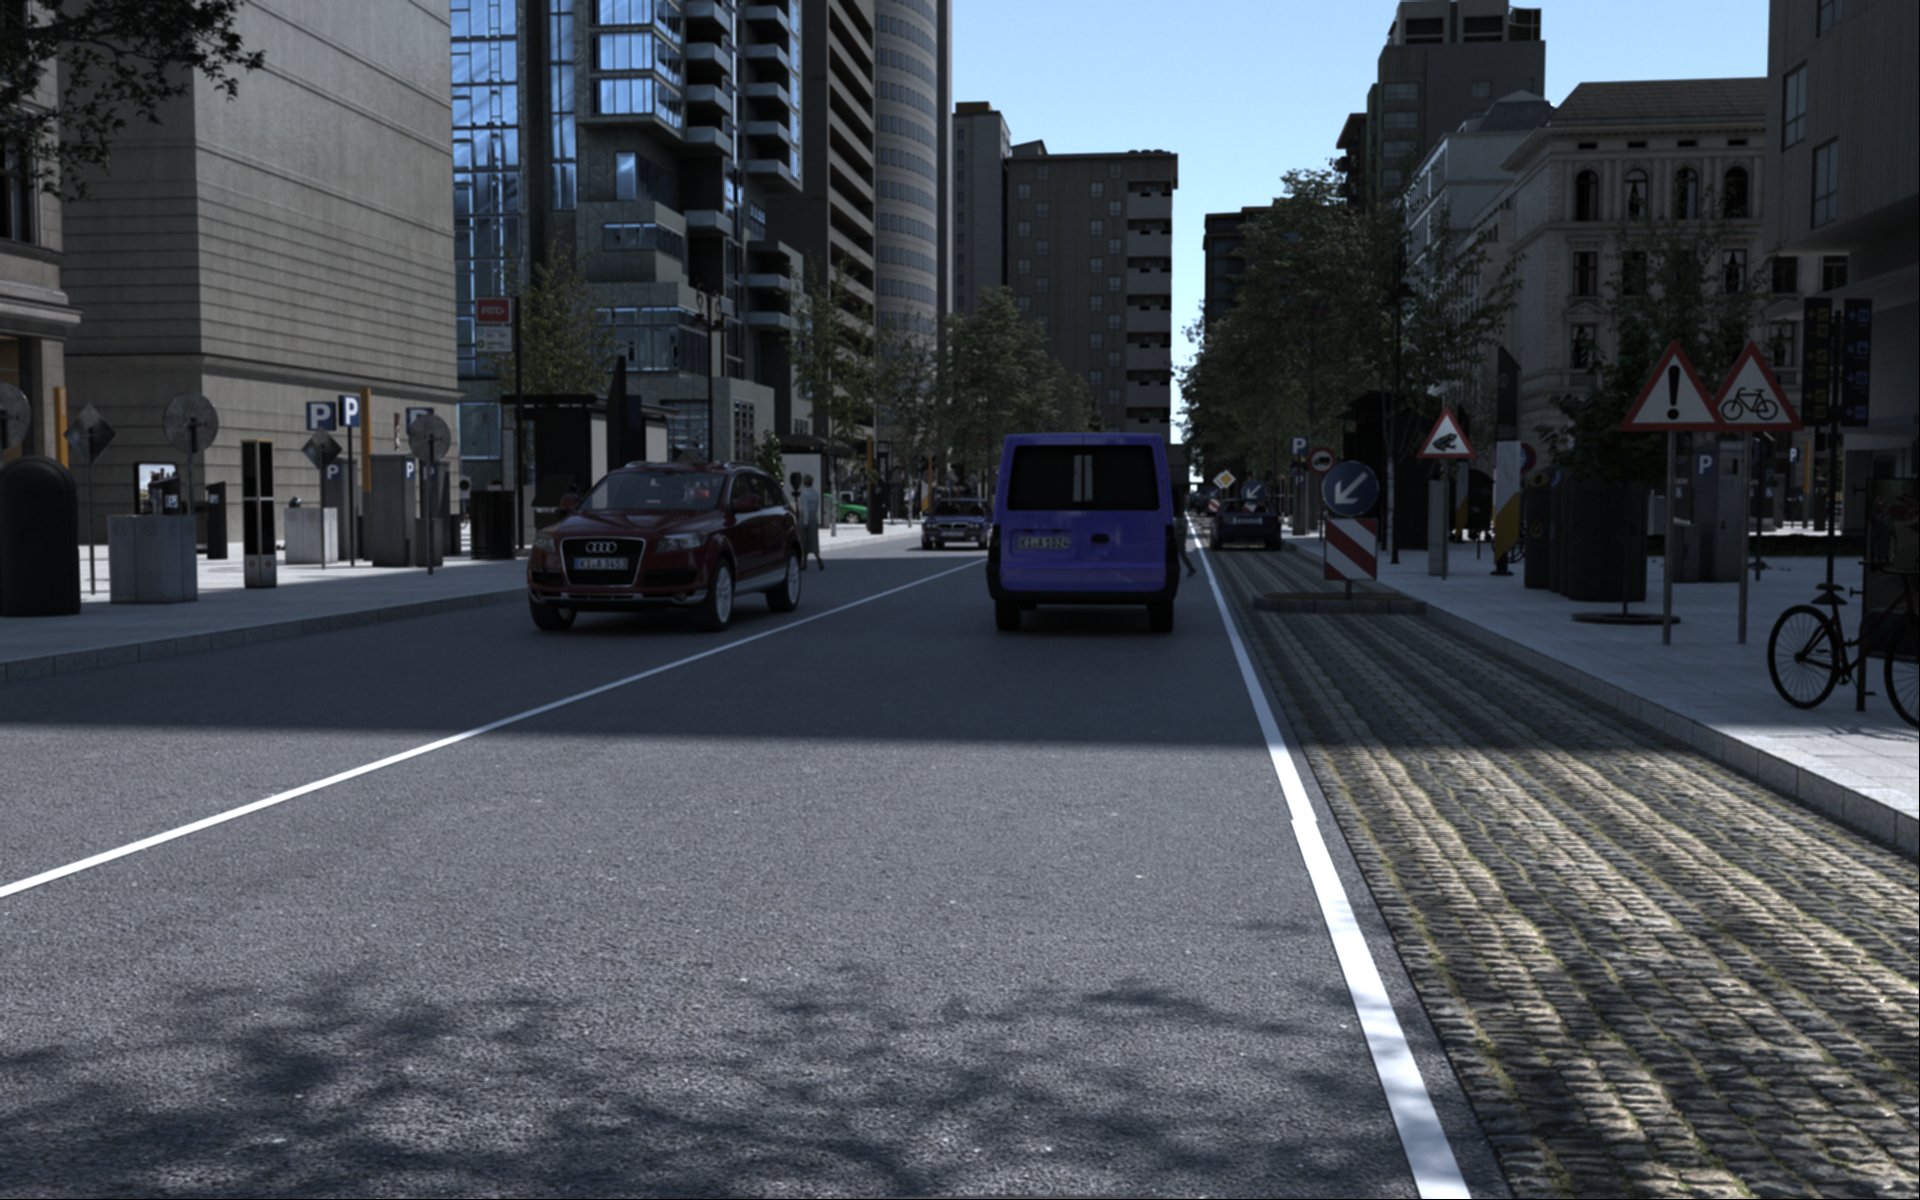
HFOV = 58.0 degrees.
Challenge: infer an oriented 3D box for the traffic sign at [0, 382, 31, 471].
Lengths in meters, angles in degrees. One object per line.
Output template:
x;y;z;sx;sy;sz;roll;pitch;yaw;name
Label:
-10.891;-1.196;19.660;0.768;2.556;0.104;1;4;9;traffic sign

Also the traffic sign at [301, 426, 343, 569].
-10.838;-1.727;29.420;0.795;2.450;0.064;1;4;14;traffic sign

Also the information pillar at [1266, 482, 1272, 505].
18.800;-6.155;105.129;0.304;2.012;0.304;-2;4;-34;information pillar

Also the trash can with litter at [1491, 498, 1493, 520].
26.956;-4.611;86.775;0.624;1.170;1.055;1;4;21;trash can with litter

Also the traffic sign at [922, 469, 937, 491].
-1.585;-5.416;88.657;0.768;2.556;0.104;1;4;12;traffic sign

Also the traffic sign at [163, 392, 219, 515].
-9.600;-1.315;21.605;0.768;2.556;0.104;1;4;11;traffic sign

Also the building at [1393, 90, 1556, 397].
41.195;-21.897;135.502;11.434;29.767;29.804;0;4;7;building

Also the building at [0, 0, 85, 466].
-26.582;-10.273;18.875;10.553;20.767;40.483;0;4;7;building

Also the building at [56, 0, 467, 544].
-39.556;-16.971;53.896;44.131;29.872;17.030;0;4;7;building

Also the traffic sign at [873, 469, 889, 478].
-3.742;-5.013;82.073;0.768;2.556;0.104;1;4;13;traffic sign

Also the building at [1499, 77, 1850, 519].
40.204;-16.178;93.387;19.941;23.489;11.050;0;4;7;building

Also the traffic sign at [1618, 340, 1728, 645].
6.020;-0.898;14.680;0.884;2.594;0.081;1;4;9;traffic sign

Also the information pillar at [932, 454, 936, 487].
-1.620;-6.736;101.486;0.504;3.616;0.183;-3;4;-36;information pillar

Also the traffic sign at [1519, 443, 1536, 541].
14.043;-2.652;43.468;0.768;2.556;0.104;0;4;8;traffic sign

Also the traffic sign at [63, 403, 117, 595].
-11.040;-1.272;21.990;0.795;2.450;0.064;1;4;14;traffic sign

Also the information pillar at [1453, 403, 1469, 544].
13.043;-3.280;44.985;0.504;3.616;0.183;-3;5;-44;information pillar

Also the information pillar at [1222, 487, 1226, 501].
22.486;-8.775;147.964;0.304;2.012;0.304;-2;4;-30;information pillar

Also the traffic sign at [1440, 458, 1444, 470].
14.327;-3.195;52.339;0.768;2.556;0.104;1;4;12;traffic sign

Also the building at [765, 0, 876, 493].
-19.432;-31.883;144.991;21.300;48.544;21.600;0;4;7;building

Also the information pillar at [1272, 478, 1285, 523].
14.327;-4.469;77.562;0.304;2.012;0.304;-3;5;-44;information pillar

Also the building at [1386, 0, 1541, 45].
73.512;-49.879;253.775;20.611;71.187;20.563;0;4;7;building

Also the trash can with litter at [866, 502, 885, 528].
-3.259;-3.348;66.124;0.624;1.170;1.055;1;4;9;trash can with litter

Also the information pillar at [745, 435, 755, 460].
-8.353;-4.742;68.892;0.504;3.616;0.183;3;5;43;information pillar

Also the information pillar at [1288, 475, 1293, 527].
12.912;-3.824;67.019;0.304;2.012;0.304;-3;5;-44;information pillar

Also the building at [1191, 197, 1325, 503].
49.099;-36.948;258.715;28.867;44.769;22.147;0;4;7;building

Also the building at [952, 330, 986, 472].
-12.626;-22.102;206.411;28.899;21.520;27.650;0;4;7;building

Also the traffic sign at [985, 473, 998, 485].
1.820;-6.195;101.388;0.768;2.556;0.104;0;4;8;traffic sign

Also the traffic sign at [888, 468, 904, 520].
-3.156;-5.246;85.773;0.884;2.594;0.081;1;4;13;traffic sign

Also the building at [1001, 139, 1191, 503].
21.436;-41.290;264.330;27.495;52.752;28.713;0;4;7;building

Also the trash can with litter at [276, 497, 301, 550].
-15.316;-1.787;40.282;1.678;1.210;2.233;-1;4;-16;trash can with litter

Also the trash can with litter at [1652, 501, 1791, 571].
13.333;-1.152;29.897;1.678;1.210;2.233;-1;4;-14;trash can with litter

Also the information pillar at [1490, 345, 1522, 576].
8.588;-2.190;27.166;0.183;3.616;0.504;-1;4;-22;information pillar

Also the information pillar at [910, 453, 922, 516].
-2.566;-6.512;97.832;0.504;3.616;0.183;2;4;29;information pillar

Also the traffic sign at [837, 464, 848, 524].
-5.136;-4.496;73.614;0.768;2.556;0.104;1;4;13;traffic sign

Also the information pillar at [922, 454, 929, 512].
-2.016;-6.681;100.588;0.504;3.616;0.183;1;4;17;information pillar

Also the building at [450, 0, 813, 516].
-21.760;-48.743;109.617;22.319;86.520;31.000;0;4;7;building

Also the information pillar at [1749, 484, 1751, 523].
25.145;-3.122;55.544;0.304;2.012;0.304;1;4;12;information pillar

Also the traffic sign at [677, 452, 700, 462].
-8.145;-3.169;51.911;0.768;2.556;0.104;1;4;11;traffic sign

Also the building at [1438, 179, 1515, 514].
37.643;-15.755;112.354;10.420;20.320;16.860;0;4;7;building

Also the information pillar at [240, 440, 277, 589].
-9.534;-1.166;23.551;0.304;2.012;0.304;1;4;23;information pillar

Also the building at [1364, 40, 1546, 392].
45.489;-29.189;160.827;14.154;41.232;14.086;0;4;7;building

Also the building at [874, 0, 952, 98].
-12.986;-38.467;170.926;21.231;58.520;28.212;0;4;7;building

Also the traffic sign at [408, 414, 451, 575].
-8.435;-1.676;27.514;0.768;2.556;0.104;1;4;16;traffic sign

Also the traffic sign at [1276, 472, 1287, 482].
18.814;-6.222;101.830;0.768;2.556;0.104;1;4;12;traffic sign

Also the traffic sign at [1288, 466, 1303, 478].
15.497;-4.879;79.884;0.768;2.556;0.104;1;4;16;traffic sign

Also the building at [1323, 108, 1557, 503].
53.998;-33.099;195.786;22.147;44.769;28.867;0;4;7;building

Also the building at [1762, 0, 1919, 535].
36.595;-27.462;38.250;28.713;52.752;27.495;0;4;7;building

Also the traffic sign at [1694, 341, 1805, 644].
6.712;-0.904;14.788;0.884;2.594;0.081;1;4;10;traffic sign

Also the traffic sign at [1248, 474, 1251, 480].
18.217;-6.567;107.480;0.768;2.556;0.104;1;4;14;traffic sign

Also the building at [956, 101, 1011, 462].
-6.631;-44.172;264.217;28.212;58.520;21.231;0;4;7;building
